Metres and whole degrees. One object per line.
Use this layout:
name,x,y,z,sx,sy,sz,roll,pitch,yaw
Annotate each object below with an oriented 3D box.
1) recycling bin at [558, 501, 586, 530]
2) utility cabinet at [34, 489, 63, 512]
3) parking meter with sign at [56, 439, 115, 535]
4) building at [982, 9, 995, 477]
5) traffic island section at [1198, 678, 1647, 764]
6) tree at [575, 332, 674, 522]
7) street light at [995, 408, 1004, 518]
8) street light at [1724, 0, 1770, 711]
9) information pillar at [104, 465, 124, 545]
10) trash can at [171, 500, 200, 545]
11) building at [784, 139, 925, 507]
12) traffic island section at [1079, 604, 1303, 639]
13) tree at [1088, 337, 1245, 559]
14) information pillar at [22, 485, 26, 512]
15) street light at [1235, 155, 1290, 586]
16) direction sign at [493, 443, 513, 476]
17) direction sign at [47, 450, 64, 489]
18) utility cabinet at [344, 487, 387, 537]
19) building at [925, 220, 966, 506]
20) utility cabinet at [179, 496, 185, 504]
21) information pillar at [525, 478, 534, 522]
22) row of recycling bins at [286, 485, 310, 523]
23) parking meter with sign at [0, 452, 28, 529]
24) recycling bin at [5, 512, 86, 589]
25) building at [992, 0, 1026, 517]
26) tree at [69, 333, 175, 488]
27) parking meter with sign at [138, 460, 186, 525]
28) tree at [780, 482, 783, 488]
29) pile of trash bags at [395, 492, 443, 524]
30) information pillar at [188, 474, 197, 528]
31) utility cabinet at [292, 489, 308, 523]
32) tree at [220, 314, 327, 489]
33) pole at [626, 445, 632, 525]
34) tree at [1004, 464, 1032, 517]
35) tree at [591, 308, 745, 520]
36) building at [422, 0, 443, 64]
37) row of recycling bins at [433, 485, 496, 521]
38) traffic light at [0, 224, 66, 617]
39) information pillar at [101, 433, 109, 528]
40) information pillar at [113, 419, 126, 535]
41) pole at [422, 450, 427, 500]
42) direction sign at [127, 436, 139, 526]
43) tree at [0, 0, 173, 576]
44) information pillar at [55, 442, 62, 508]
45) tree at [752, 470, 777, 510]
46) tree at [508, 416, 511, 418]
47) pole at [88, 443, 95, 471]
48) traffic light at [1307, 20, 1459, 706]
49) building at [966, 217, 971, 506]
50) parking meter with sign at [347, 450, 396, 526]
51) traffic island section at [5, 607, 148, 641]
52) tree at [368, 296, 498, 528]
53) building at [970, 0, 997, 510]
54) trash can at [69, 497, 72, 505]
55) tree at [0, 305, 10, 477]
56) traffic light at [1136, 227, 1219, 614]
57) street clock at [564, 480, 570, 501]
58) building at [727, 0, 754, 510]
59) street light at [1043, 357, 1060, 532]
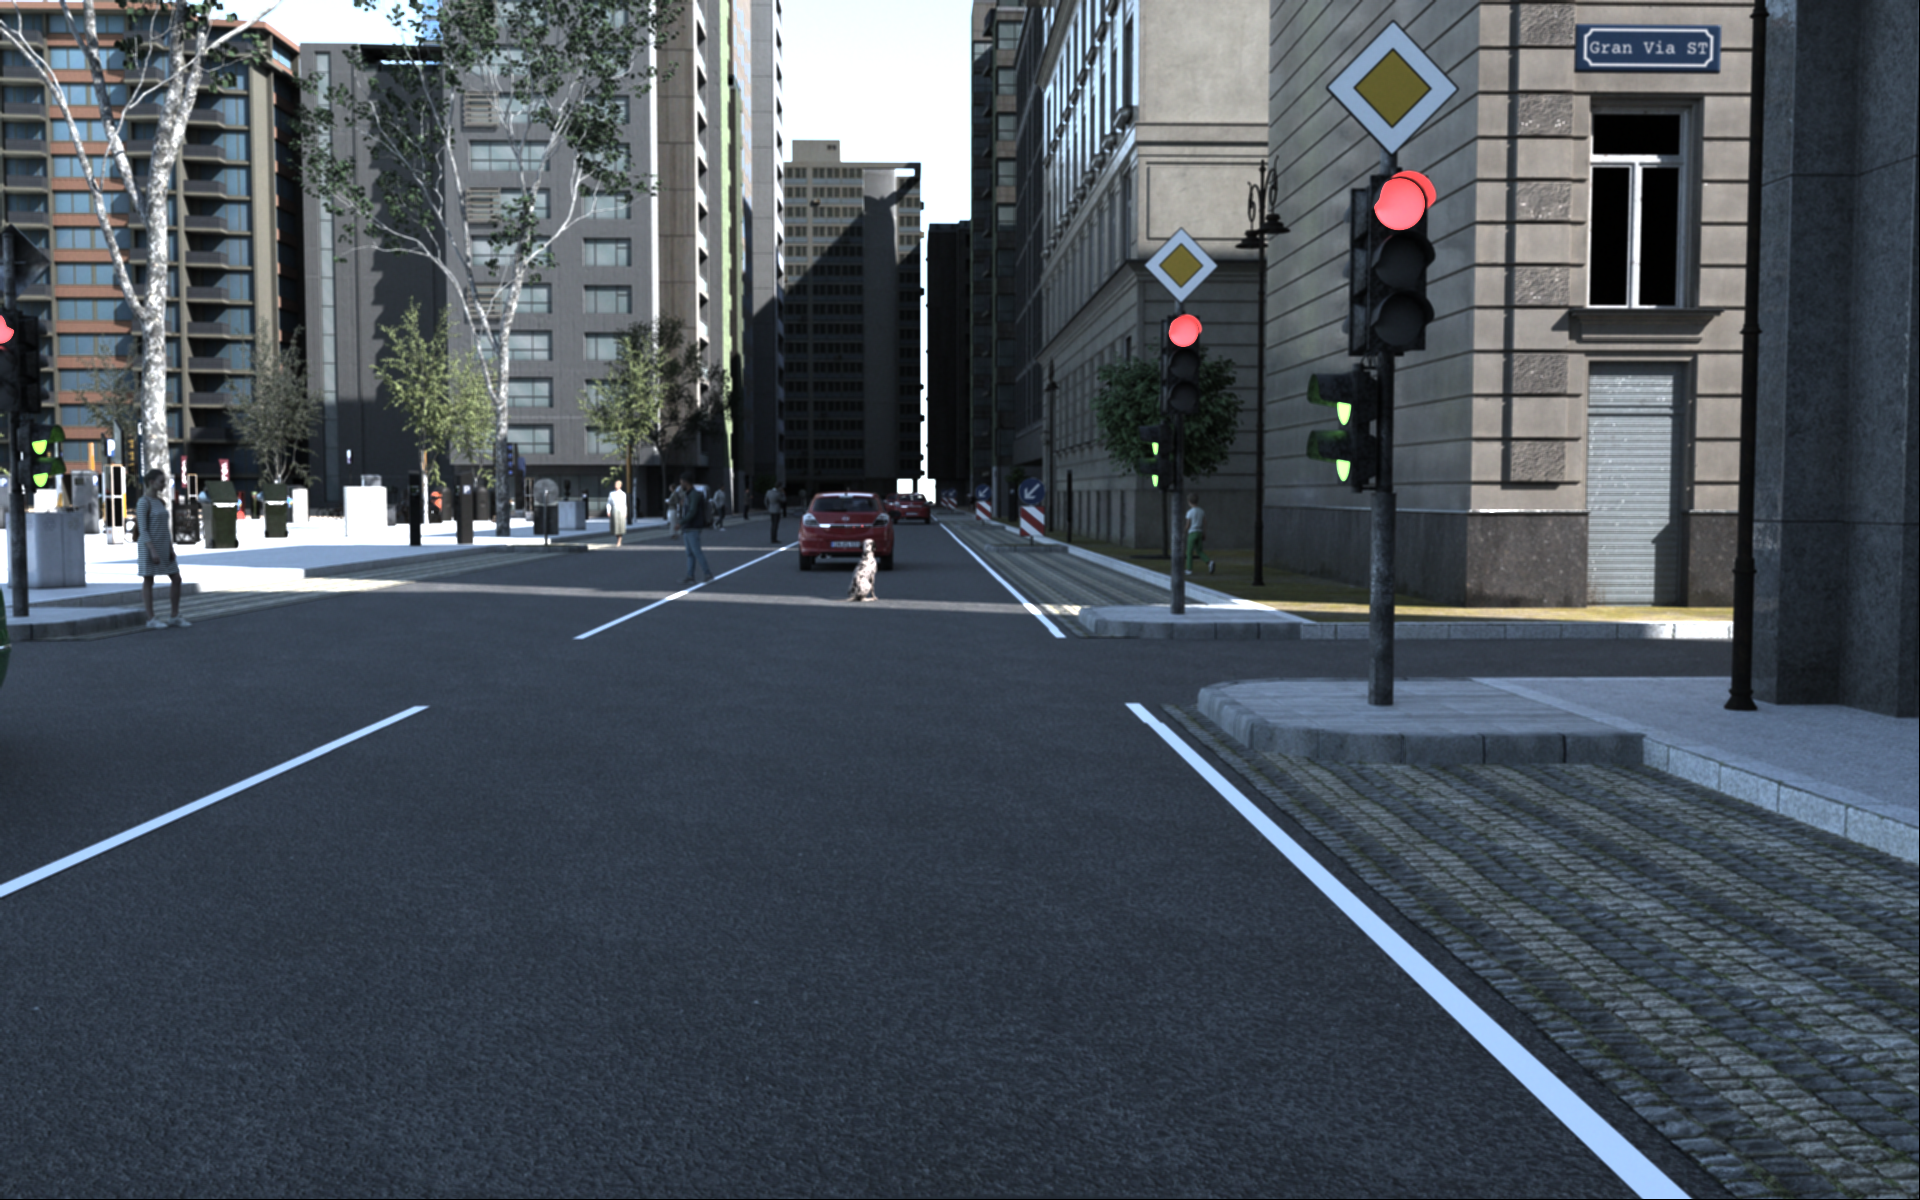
recycling bin,-13.822,-3.007,61.723,0.722,1.027,0.722,1,4,19
utility cabinet,-42.750,-4.440,81.275,1.173,1.500,0.318,-1,4,-15
parking meter with sign,-27.774,-3.591,54.980,1.738,3.016,0.543,0,3,0
building,12.933,-28.836,126.092,22.147,44.769,28.867,0,4,-2
traffic island section,2.590,0.716,10.572,2.009,0.180,2.903,0,4,-2
tree,-14.910,-7.823,78.268,4.737,8.622,4.395,0,3,0
street light,2.138,-7.368,93.262,0.468,5.910,1.993,0,4,-2
street light,4.658,-2.285,10.155,0.468,5.910,1.993,0,4,-2
information pillar,-21.206,-2.382,43.431,0.304,2.012,0.304,2,4,30
trash can,-19.546,-1.962,43.727,0.748,1.137,0.748,0,3,0
building,-15.912,-30.609,192.345,23.993,40.220,32.217,0,4,-2
traffic island section,2.353,0.228,18.554,2.009,0.180,2.903,0,4,-2
tree,4.181,-3.120,34.721,4.285,4.588,4.351,0,3,0
information pillar,-45.996,-5.721,84.888,0.183,3.616,0.504,0,4,-3
street light,4.181,-3.139,24.105,0.468,5.910,1.993,0,4,-2
direction sign,-20.114,-5.157,76.315,0.876,3.537,0.379,0,4,5
direction sign,-46.814,-5.965,89.526,0.876,3.537,0.379,-3,5,-39
utility cabinet,-17.658,-2.617,51.463,1.173,1.500,0.318,-3,4,-38
building,3.414,-25.193,183.601,14.107,30.474,14.160,0,4,-2
utility cabinet,-35.896,-4.195,79.742,0.306,1.237,1.020,-1,4,-18
information pillar,-20.067,-4.664,80.749,0.304,2.012,0.304,1,4,15
row of recycling bins,-30.298,-4.382,78.765,1.069,1.692,3.534,-2,4,-31
parking meter with sign,-34.864,-4.116,63.550,0.543,3.016,1.738,1,4,12
recycling bin,-12.546,-0.686,23.773,0.722,1.027,0.722,2,4,28
building,8.863,-20.356,104.527,14.160,30.474,14.107,0,4,-2
tree,-38.825,-7.950,80.343,4.360,8.622,3.978,0,3,0
parking meter with sign,-31.151,-4.374,67.771,1.738,3.016,0.543,0,4,5
tree,-15.789,-9.333,147.203,1.663,3.219,1.824,0,3,0
pile of trash bags,-23.341,-4.001,75.176,1.912,1.369,3.447,0,4,7
information pillar,-28.554,-3.668,64.461,0.304,2.012,0.304,-2,4,-25
utility cabinet,-28.767,-4.085,75.471,0.318,1.500,1.173,0,4,-5
tree,-27.778,-7.358,70.662,4.360,8.622,3.978,0,3,0
pole,-13.745,-4.776,71.925,0.158,3.312,0.155,0,3,0
tree,3.304,-6.189,95.790,1.663,3.219,1.824,0,3,0
tree,-14.522,-9.274,86.037,8.767,10.594,7.601,1,4,10
building,-43.851,-53.334,184.682,31.000,86.520,22.319,0,4,-2
row of recycling bins,-23.374,-4.631,82.832,3.534,1.692,1.069,-2,4,-32
traffic light,-9.842,-1.782,18.064,0.839,4.253,0.868,0,4,-2
information pillar,-32.577,-4.570,66.073,0.504,3.616,0.183,3,4,37
information pillar,-26.028,-3.810,53.652,0.504,3.616,0.183,3,5,39
pole,-24.787,-5.281,80.180,0.158,3.312,0.155,0,3,0
direction sign,-32.530,-4.675,68.437,0.379,3.537,0.876,1,4,17
tree,-13.356,-10.524,27.958,12.611,20.169,13.585,0,3,0
information pillar,-32.290,-4.323,62.038,0.183,3.616,0.504,-3,5,-40
tree,-15.914,-8.990,141.593,1.663,3.219,1.824,0,3,0
tree,-24.460,-8.353,86.926,4.737,8.622,4.395,0,3,0
pole,-34.376,-4.572,68.589,0.158,3.312,0.155,0,3,0
traffic light,2.549,-1.317,10.457,0.839,4.253,0.868,0,4,-2
building,8.079,-23.878,162.105,14.160,30.474,14.107,0,4,-2
parking meter with sign,-23.347,-4.435,68.779,1.738,3.016,0.543,-2,4,-33
traffic island section,-9.883,0.250,18.198,2.009,0.180,2.903,0,4,-2
tree,-19.997,-7.037,65.420,4.737,8.622,4.395,0,3,0
building,7.847,-28.385,147.693,14.154,41.232,14.086,0,4,-2
trash can,-44.060,-4.575,86.456,0.748,1.137,0.748,0,3,0
tree,-38.931,-7.128,66.901,4.737,8.622,4.395,0,3,0
traffic light,2.313,-1.805,18.439,0.839,4.253,0.868,0,4,-2
street clock,-20.306,-5.201,89.603,0.358,2.002,0.471,-2,4,-25
building,-22.897,-29.219,127.835,14.600,45.320,14.200,0,4,-2
street light,3.089,-5.253,58.680,0.468,5.910,1.993,0,4,-2
